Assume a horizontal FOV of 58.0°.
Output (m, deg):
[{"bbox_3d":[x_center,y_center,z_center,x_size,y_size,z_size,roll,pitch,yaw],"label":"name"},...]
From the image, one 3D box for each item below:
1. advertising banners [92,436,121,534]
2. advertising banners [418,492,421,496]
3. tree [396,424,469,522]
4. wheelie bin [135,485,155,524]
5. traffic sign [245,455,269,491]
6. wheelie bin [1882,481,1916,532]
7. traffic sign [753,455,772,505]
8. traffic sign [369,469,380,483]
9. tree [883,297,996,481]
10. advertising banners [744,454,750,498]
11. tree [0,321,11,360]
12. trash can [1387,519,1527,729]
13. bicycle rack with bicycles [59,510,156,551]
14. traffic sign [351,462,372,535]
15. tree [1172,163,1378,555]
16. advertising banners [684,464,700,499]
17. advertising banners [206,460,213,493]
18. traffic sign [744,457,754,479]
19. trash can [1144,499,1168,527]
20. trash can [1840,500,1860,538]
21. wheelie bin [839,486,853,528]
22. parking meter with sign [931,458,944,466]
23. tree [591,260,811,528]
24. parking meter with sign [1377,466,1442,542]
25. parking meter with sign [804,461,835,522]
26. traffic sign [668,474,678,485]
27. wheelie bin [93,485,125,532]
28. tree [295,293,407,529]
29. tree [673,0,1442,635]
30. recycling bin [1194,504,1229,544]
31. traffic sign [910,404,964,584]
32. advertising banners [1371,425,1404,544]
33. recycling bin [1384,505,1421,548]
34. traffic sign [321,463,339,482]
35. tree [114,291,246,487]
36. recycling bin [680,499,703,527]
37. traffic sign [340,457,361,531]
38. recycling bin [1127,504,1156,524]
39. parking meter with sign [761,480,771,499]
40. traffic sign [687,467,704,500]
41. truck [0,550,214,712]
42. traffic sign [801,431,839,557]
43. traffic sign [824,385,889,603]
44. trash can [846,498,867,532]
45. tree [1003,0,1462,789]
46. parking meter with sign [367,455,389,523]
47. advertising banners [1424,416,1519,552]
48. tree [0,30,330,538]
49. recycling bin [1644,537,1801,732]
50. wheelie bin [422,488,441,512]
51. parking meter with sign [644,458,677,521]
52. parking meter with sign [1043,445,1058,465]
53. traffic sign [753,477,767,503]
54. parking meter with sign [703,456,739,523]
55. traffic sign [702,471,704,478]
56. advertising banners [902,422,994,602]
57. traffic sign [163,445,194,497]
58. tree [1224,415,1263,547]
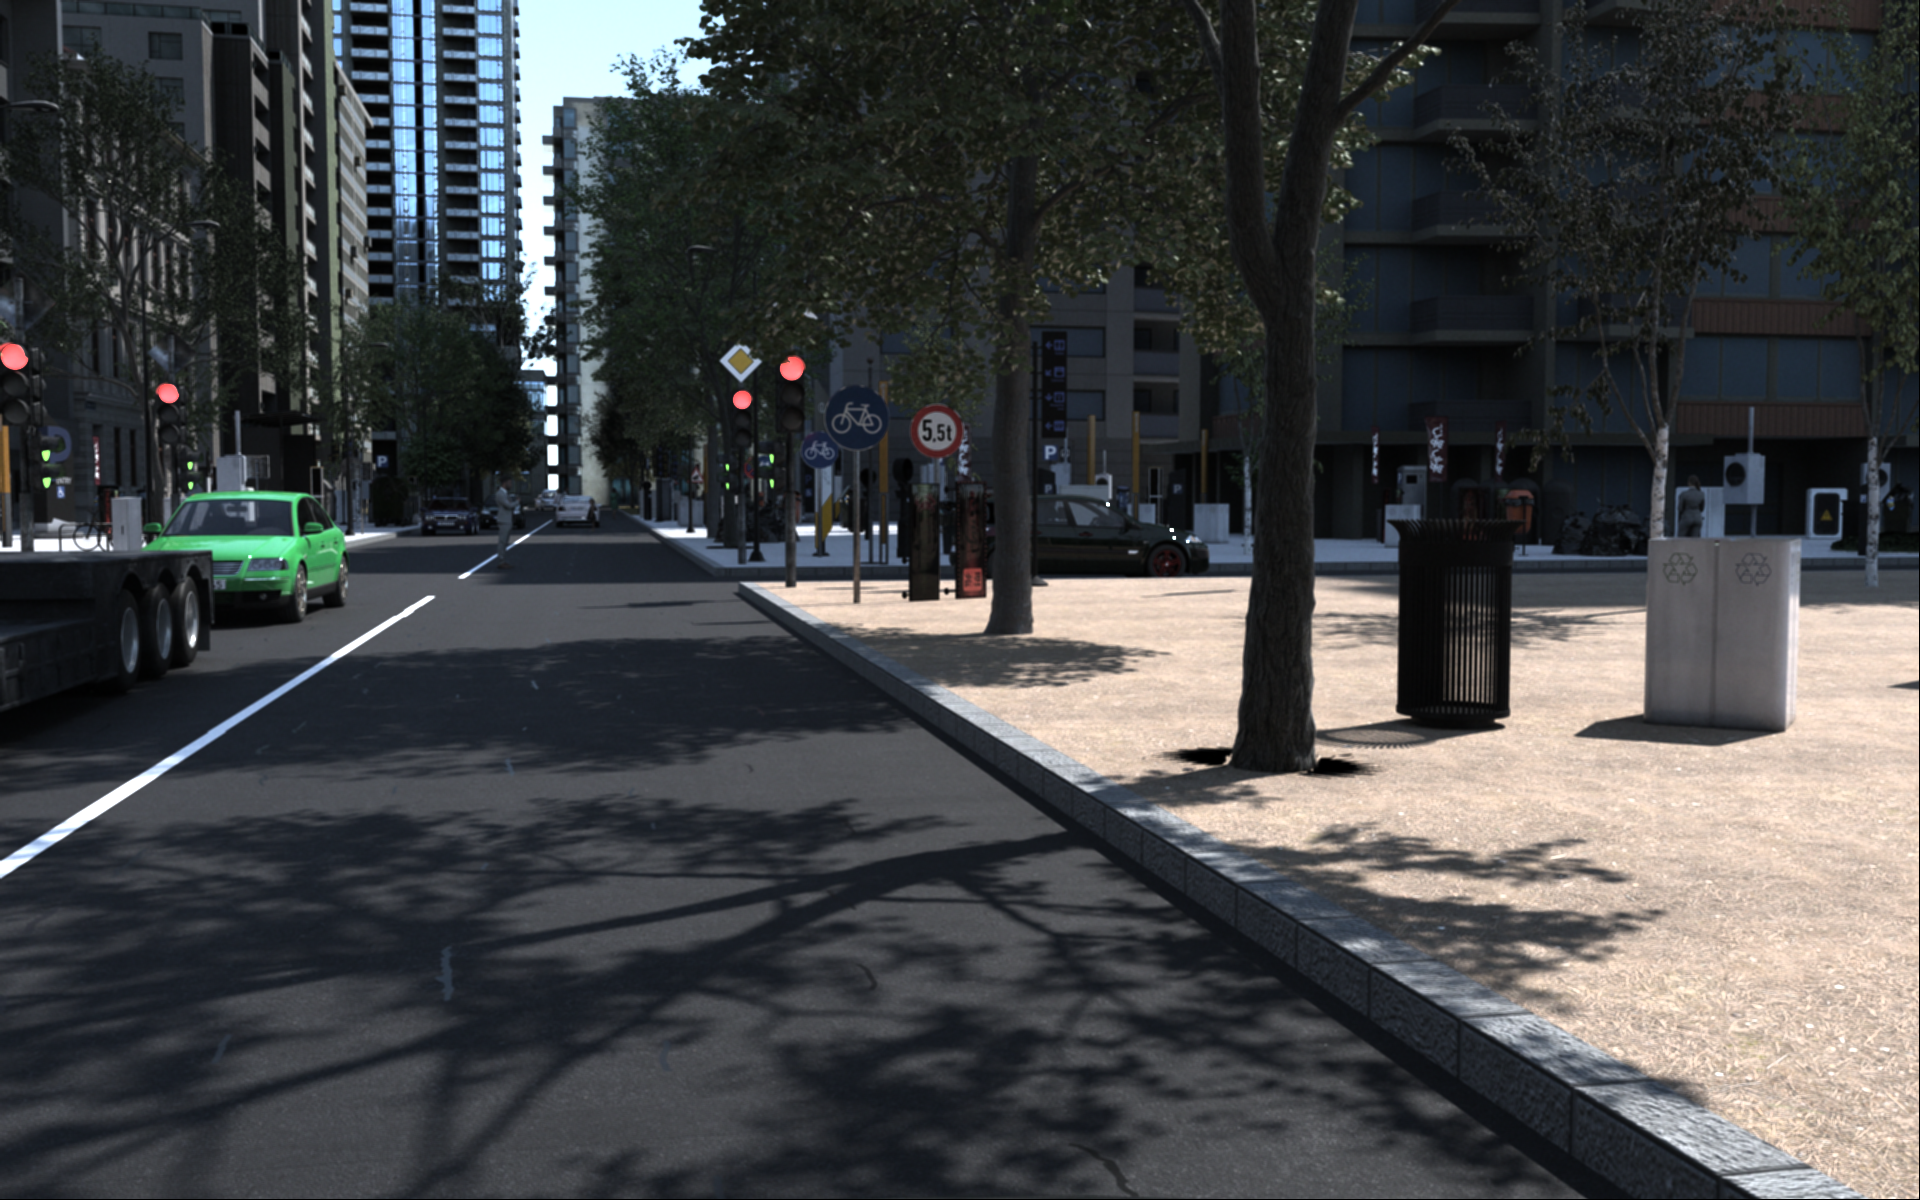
[{"bbox_3d":[-26.089,-3.472,52.962,0.090,3.025,2.074,0,4,-6],"label":"advertising banners"},{"bbox_3d":[-30.981,-6.417,101.102,2.074,3.025,0.090,1,4,16],"label":"advertising banners"},{"bbox_3d":[-24.731,-5.970,81.319,4.285,4.588,4.351,0,3,0],"label":"tree"},{"bbox_3d":[-28.587,-3.242,60.918,0.693,1.594,0.980,-3,4,-37],"label":"wheelie bin"},{"bbox_3d":[-18.613,-2.676,45.883,0.606,2.300,0.079,0,4,-4],"label":"traffic sign"},{"bbox_3d":[23.119,-2.126,42.665,0.693,1.594,0.980,2,4,34],"label":"wheelie bin"},{"bbox_3d":[-6.446,-3.491,57.191,0.768,2.556,0.104,-1,4,-10],"label":"traffic sign"},{"bbox_3d":[-27.271,-4.857,80.590,0.795,2.450,0.064,0,4,-4],"label":"traffic sign"},{"bbox_3d":[-0.844,-6.770,61.055,4.737,8.622,4.395,0,3,0],"label":"tree"},{"bbox_3d":[-9.319,-4.868,75.778,0.090,3.025,2.074,0,4,-1],"label":"advertising banners"},{"bbox_3d":[-11.425,-2.067,17.510,4.285,4.588,4.351,0,3,0],"label":"tree"},{"bbox_3d":[2.748,0.124,9.630,0.748,1.137,0.748,0,3,0],"label":"trash can"},{"bbox_3d":[-18.772,-1.578,39.187,2.852,0.926,2.925,2,4,32],"label":"bicycle rack with bicycles"},{"bbox_3d":[-18.894,-3.215,54.702,0.606,2.300,0.079,-1,4,-11],"label":"traffic sign"},{"bbox_3d":[6.157,-5.236,35.965,4.737,8.622,4.395,0,3,0],"label":"tree"},{"bbox_3d":[-15.578,-6.393,100.708,0.090,3.025,2.074,-2,4,-34],"label":"advertising banners"},{"bbox_3d":[-39.028,-5.741,90.048,0.090,3.025,2.074,-2,4,-33],"label":"advertising banners"},{"bbox_3d":[-6.946,-3.580,58.644,0.768,2.556,0.104,0,4,-4],"label":"traffic sign"},{"bbox_3d":[5.642,-2.318,49.551,0.748,1.137,0.748,0,3,0],"label":"trash can"},{"bbox_3d":[21.796,-1.864,42.125,0.748,1.137,0.748,0,3,0],"label":"trash can"},{"bbox_3d":[-4.203,-3.526,65.554,0.693,1.594,0.980,-1,4,-14],"label":"wheelie bin"},{"bbox_3d":[-1.052,-4.917,76.661,0.543,3.016,1.738,0,4,4],"label":"parking meter with sign"},{"bbox_3d":[-9.117,-7.986,64.985,7.601,10.594,8.767,-2,4,-24],"label":"tree"},{"bbox_3d":[12.175,-3.089,46.768,1.738,3.016,0.543,0,4,-4],"label":"parking meter with sign"},{"bbox_3d":[-6.505,-5.174,80.858,1.738,3.016,0.543,3,5,44],"label":"parking meter with sign"},{"bbox_3d":[-16.174,-5.925,96.871,0.884,2.594,0.081,0,4,-6],"label":"traffic sign"},{"bbox_3d":[-29.104,-3.143,59.297,0.980,1.594,0.693,-2,4,-31],"label":"wheelie bin"},{"bbox_3d":[-22.268,-6.928,63.636,4.737,8.622,4.395,0,3,0],"label":"tree"},{"bbox_3d":[0.830,-5.977,15.848,7.486,12.596,7.792,0,3,0],"label":"tree"},{"bbox_3d":[6.557,-1.994,45.151,0.722,1.027,0.722,2,4,31],"label":"recycling bin"},{"bbox_3d":[-0.326,-1.496,24.562,0.768,2.556,0.104,0,4,-3],"label":"traffic sign"},{"bbox_3d":[11.083,-2.984,44.975,0.090,3.025,2.074,3,4,38],"label":"advertising banners"},{"bbox_3d":[10.588,-1.766,41.432,0.722,1.027,0.722,2,4,25],"label":"recycling bin"},{"bbox_3d":[-25.587,-4.291,70.267,0.768,2.556,0.104,0,4,-3],"label":"traffic sign"},{"bbox_3d":[-28.826,-6.952,64.031,4.737,8.622,4.395,0,3,0],"label":"tree"},{"bbox_3d":[-10.605,-3.416,68.410,0.722,1.027,0.722,1,4,14],"label":"recycling bin"},{"bbox_3d":[-20.748,-3.606,59.071,0.768,2.556,0.104,0,4,-6],"label":"traffic sign"},{"bbox_3d":[4.740,-2.001,45.266,0.722,1.027,0.722,1,4,8],"label":"recycling bin"},{"bbox_3d":[-10.415,-5.922,93.081,0.543,3.016,1.738,-1,4,-14],"label":"parking meter with sign"},{"bbox_3d":[-12.426,-4.994,81.663,0.884,2.594,0.081,0,4,-4],"label":"traffic sign"},{"bbox_3d":[-5.663,-0.977,5.733,2.967,4.110,18.799,-1,4,-13],"label":"truck"},{"bbox_3d":[-2.844,-2.144,35.164,0.768,2.556,0.104,0,4,-4],"label":"traffic sign"},{"bbox_3d":[-1.214,-1.237,20.324,0.768,2.556,0.104,-1,4,-11],"label":"traffic sign"},{"bbox_3d":[-3.625,-3.040,61.360,0.748,1.137,0.748,0,3,0],"label":"trash can"},{"bbox_3d":[1.446,-5.009,7.648,9.928,11.665,9.643,0,3,0],"label":"tree"},{"bbox_3d":[-25.939,-4.946,77.133,0.543,3.016,1.738,0,4,-2],"label":"parking meter with sign"},{"bbox_3d":[11.375,-2.590,38.530,2.074,3.025,0.090,1,4,13],"label":"advertising banners"},{"bbox_3d":[-16.542,-6.168,35.253,7.601,10.594,8.767,2,4,26],"label":"tree"},{"bbox_3d":[4.301,0.171,9.765,0.722,1.027,0.722,2,4,30],"label":"recycling bin"},{"bbox_3d":[-26.475,-4.824,86.772,0.980,1.594,0.693,2,4,29],"label":"wheelie bin"},{"bbox_3d":[-14.272,-5.335,83.488,1.738,3.016,0.543,0,4,7],"label":"parking meter with sign"},{"bbox_3d":[3.184,-3.934,60.576,0.543,3.016,1.738,0,4,1],"label":"parking meter with sign"},{"bbox_3d":[-6.513,-3.559,58.201,0.884,2.594,0.081,0,4,-8],"label":"traffic sign"},{"bbox_3d":[-10.717,-5.042,78.695,1.738,3.016,0.543,-2,4,-26],"label":"parking meter with sign"},{"bbox_3d":[-11.904,-5.053,82.722,0.768,2.556,0.104,0,4,-6],"label":"traffic sign"},{"bbox_3d":[0.111,-1.531,21.218,2.074,3.025,0.090,-3,5,-41],"label":"advertising banners"},{"bbox_3d":[-19.784,-2.679,43.901,0.768,2.556,0.104,0,4,-6],"label":"traffic sign"},{"bbox_3d":[7.440,-2.932,42.532,1.663,3.219,1.824,0,3,0],"label":"tree"}]
